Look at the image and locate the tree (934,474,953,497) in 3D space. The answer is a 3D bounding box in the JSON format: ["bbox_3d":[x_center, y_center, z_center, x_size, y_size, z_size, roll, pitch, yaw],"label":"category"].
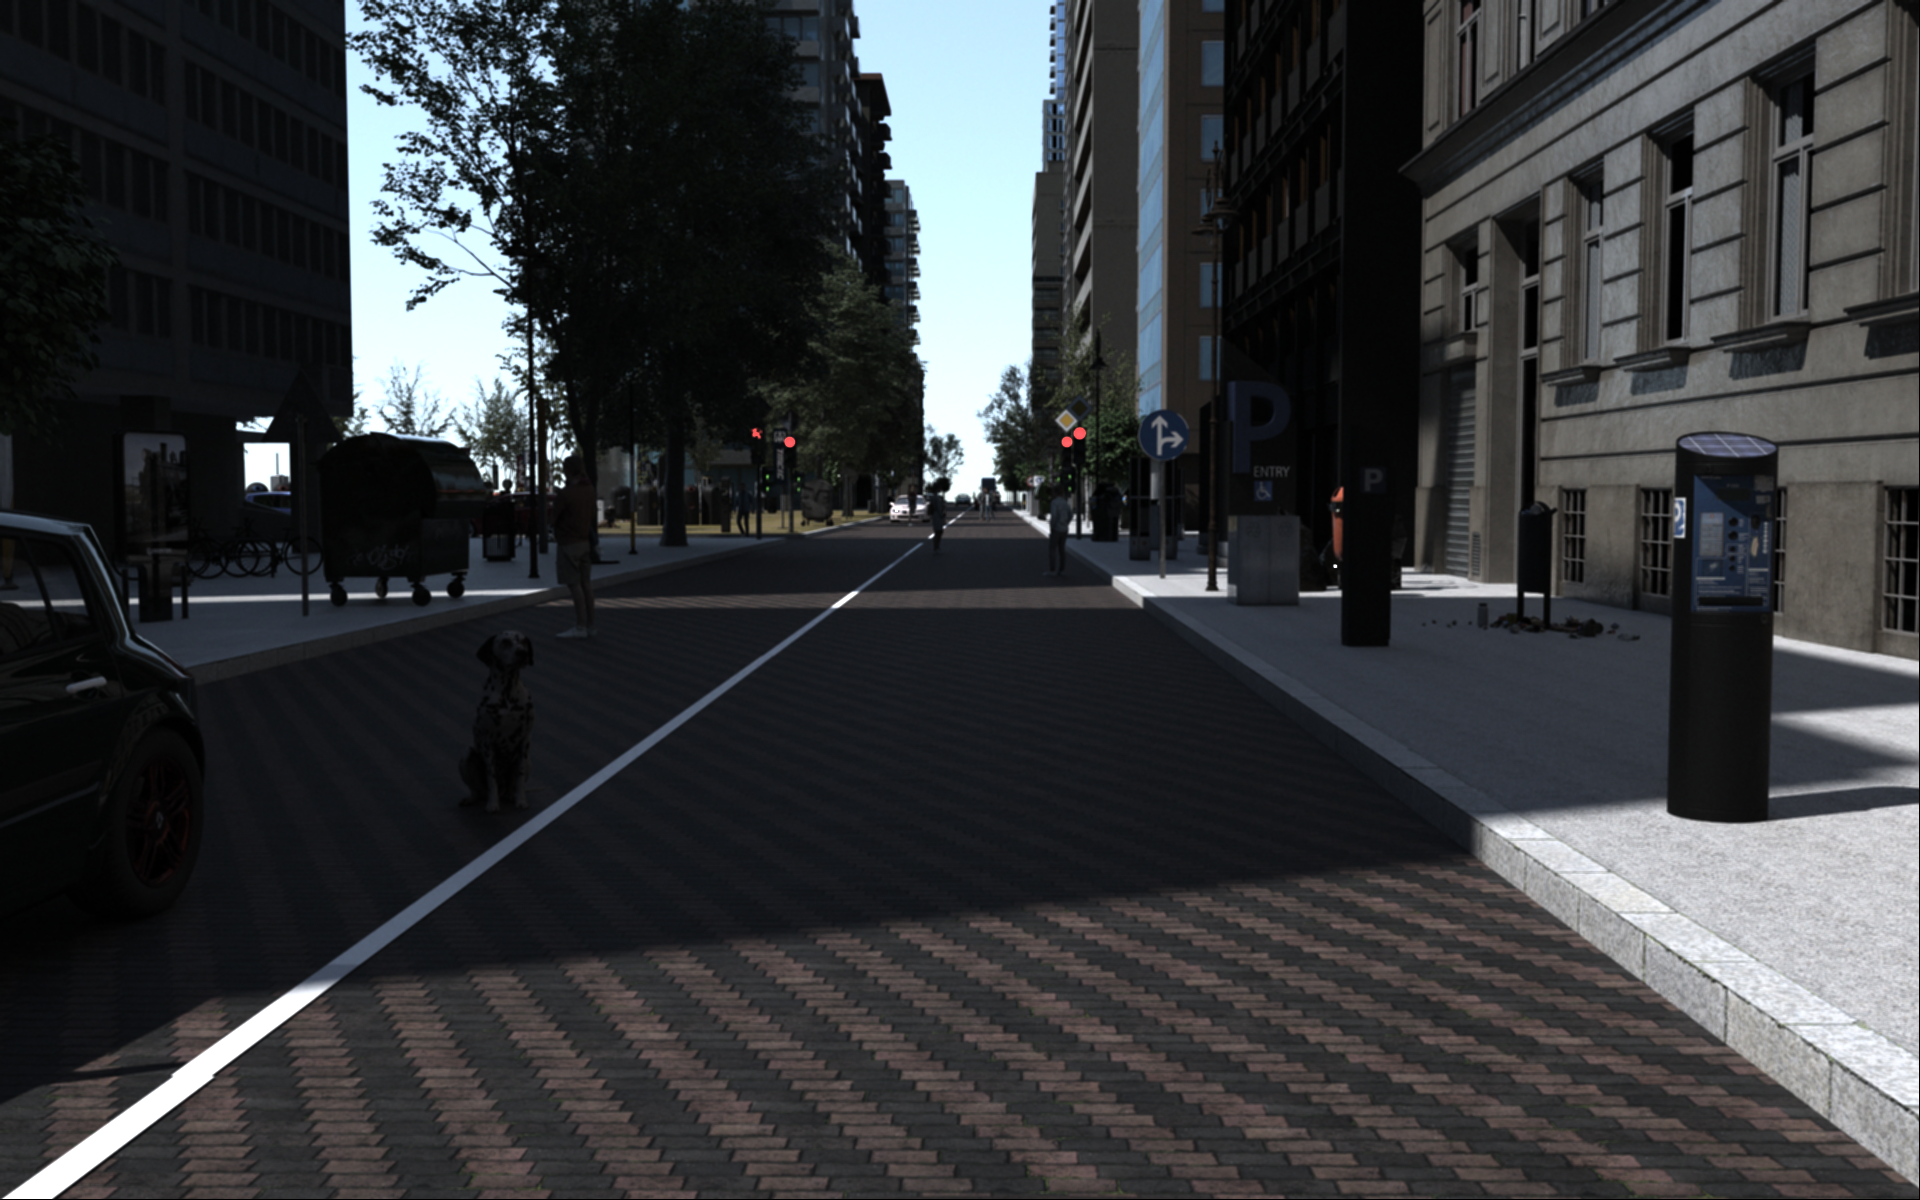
[{"bbox_3d":[-2.687,-18.020,278.335,4.285,4.588,4.351,0,3,0],"label":"tree"}]

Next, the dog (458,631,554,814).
[{"bbox_3d":[-2.068,0.535,8.083,0.513,0.831,0.800,1,4,14],"label":"dog"}]

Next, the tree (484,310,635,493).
[{"bbox_3d":[-14.068,-6.743,60.610,4.737,8.622,4.395,0,3,0],"label":"tree"}]

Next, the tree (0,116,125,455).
[{"bbox_3d":[-7.921,-1.784,12.882,4.285,4.588,4.351,0,3,0],"label":"tree"}]

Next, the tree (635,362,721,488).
[{"bbox_3d":[-16.174,-8.699,92.593,4.737,8.622,4.395,0,3,0],"label":"tree"}]

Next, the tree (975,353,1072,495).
[{"bbox_3d":[4.990,-10.991,114.114,8.767,10.594,7.601,0,4,8],"label":"tree"}]

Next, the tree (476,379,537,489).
[{"bbox_3d":[-28.951,-9.828,111.046,4.360,8.622,3.978,0,3,0],"label":"tree"}]

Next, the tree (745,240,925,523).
[{"bbox_3d":[-5.892,-9.747,77.486,7.486,12.596,7.792,0,3,0],"label":"tree"}]

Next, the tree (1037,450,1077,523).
[{"bbox_3d":[4.484,-5.018,76.645,1.663,3.219,1.824,0,3,0],"label":"tree"}]

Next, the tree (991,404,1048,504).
[{"bbox_3d":[7.366,-18.270,216.842,7.486,12.596,7.792,0,3,0],"label":"tree"}]

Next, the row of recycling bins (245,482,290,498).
[{"bbox_3d":[-24.333,-3.302,61.097,3.534,1.692,1.069,-2,4,-25],"label":"row of recycling bins"}]

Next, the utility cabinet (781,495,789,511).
[{"bbox_3d":[-12.881,-7.143,127.947,0.306,1.237,1.020,1,4,20],"label":"utility cabinet"}]

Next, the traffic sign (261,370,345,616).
[{"bbox_3d":[-6.890,-1.111,18.164,0.884,2.594,0.081,0,4,2],"label":"traffic sign"}]

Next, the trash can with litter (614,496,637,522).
[{"bbox_3d":[-15.179,-4.206,79.822,2.233,1.210,1.678,-1,4,-18],"label":"trash can with litter"}]

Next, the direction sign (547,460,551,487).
[{"bbox_3d":[-27.239,-7.496,114.550,0.379,3.537,0.876,-2,4,-32],"label":"direction sign"}]

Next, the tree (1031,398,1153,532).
[{"bbox_3d":[5.251,-4.632,59.441,4.285,4.588,4.351,0,3,0],"label":"tree"}]

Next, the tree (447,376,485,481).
[{"bbox_3d":[-28.347,-9.400,104.056,4.737,8.622,4.395,0,3,0],"label":"tree"}]

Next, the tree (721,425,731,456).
[{"bbox_3d":[-18.139,-10.408,120.525,4.737,8.622,4.395,0,3,0],"label":"tree"}]

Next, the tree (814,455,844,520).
[{"bbox_3d":[-6.489,-5.628,86.620,1.663,3.219,1.824,0,3,0],"label":"tree"}]

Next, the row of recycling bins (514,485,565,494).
[{"bbox_3d":[-19.905,-4.653,83.186,3.534,1.692,1.069,2,4,24],"label":"row of recycling bins"}]

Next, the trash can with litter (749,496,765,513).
[{"bbox_3d":[-13.999,-6.487,117.119,1.678,1.210,2.233,2,4,26],"label":"trash can with litter"}]

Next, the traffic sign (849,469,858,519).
[{"bbox_3d":[-5.599,-5.420,88.726,0.768,2.556,0.104,0,4,8],"label":"traffic sign"}]

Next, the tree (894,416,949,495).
[{"bbox_3d":[-4.703,-16.160,198.631,7.601,10.594,8.767,0,4,5],"label":"tree"}]

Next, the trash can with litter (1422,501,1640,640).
[{"bbox_3d":[5.468,-0.313,16.183,1.678,1.210,2.233,-1,4,-11],"label":"trash can with litter"}]

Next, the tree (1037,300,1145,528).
[{"bbox_3d":[4.865,-7.036,65.393,4.737,8.622,4.395,0,3,0],"label":"tree"}]

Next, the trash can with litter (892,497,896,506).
[{"bbox_3d":[-4.666,-6.934,124.754,1.055,1.170,0.624,0,4,2],"label":"trash can with litter"}]

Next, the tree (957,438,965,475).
[{"bbox_3d":[-2.643,-22.120,287.422,9.928,11.665,9.643,0,3,0],"label":"tree"}]

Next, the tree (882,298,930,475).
[{"bbox_3d":[-6.443,-11.729,98.420,9.857,13.997,8.962,0,3,0],"label":"tree"}]

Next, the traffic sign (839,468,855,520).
[{"bbox_3d":[-5.541,-5.182,84.834,0.768,2.556,0.104,0,4,8],"label":"traffic sign"}]

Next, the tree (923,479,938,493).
[{"bbox_3d":[-3.970,-14.209,226.913,1.663,3.219,1.824,0,3,0],"label":"tree"}]

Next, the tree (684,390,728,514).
[{"bbox_3d":[-16.993,-9.959,113.194,4.360,8.622,3.978,0,3,0],"label":"tree"}]

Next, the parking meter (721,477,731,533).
[{"bbox_3d":[-7.790,-3.173,57.596,0.255,1.863,0.399,0,4,3],"label":"parking meter"}]

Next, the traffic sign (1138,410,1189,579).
[{"bbox_3d":[3.080,-1.599,26.251,0.768,2.556,0.104,0,4,3],"label":"traffic sign"}]

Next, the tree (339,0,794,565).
[{"bbox_3d":[-6.882,-6.461,31.386,9.928,11.665,9.643,0,3,0],"label":"tree"}]

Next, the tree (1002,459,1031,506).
[{"bbox_3d":[5.846,-9.725,142.711,4.285,4.588,4.351,0,3,0],"label":"tree"}]

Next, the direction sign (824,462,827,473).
[{"bbox_3d":[-9.946,-8.471,130.489,0.876,3.537,0.379,0,4,-3],"label":"direction sign"}]

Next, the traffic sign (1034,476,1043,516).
[{"bbox_3d":[4.436,-5.818,97.258,0.606,2.300,0.079,1,4,10],"label":"traffic sign"}]

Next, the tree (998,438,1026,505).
[{"bbox_3d":[6.472,-15.540,204.447,4.360,8.622,3.978,0,3,0],"label":"tree"}]

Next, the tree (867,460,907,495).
[{"bbox_3d":[-5.901,-9.481,138.731,4.285,4.588,4.351,0,3,0],"label":"tree"}]

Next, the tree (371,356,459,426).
[{"bbox_3d":[-29.470,-8.746,93.357,4.360,8.622,3.978,0,3,0],"label":"tree"}]

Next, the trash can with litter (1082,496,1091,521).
[{"bbox_3d":[6.208,-4.335,82.262,0.624,1.170,1.055,-1,4,-20],"label":"trash can with litter"}]

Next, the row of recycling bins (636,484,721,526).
[{"bbox_3d":[-11.569,-3.926,71.310,3.534,1.692,1.069,-2,4,-25],"label":"row of recycling bins"}]

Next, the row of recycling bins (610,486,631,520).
[{"bbox_3d":[-17.232,-4.948,88.018,1.069,1.692,3.534,0,4,-5],"label":"row of recycling bins"}]

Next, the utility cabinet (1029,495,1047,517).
[{"bbox_3d":[4.469,-5.357,98.750,1.020,1.237,0.306,-1,4,-21],"label":"utility cabinet"}]

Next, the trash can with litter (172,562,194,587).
[{"bbox_3d":[-11.076,-0.791,24.318,1.055,1.170,0.624,3,5,43],"label":"trash can with litter"}]

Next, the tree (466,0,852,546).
[{"bbox_3d":[-7.100,-8.316,42.614,9.857,13.997,8.962,0,3,0],"label":"tree"}]

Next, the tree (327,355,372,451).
[{"bbox_3d":[-31.195,-8.319,86.382,4.737,8.622,4.395,0,3,0],"label":"tree"}]

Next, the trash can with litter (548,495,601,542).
[{"bbox_3d":[-10.624,-2.175,46.616,1.678,1.210,2.233,0,4,1],"label":"trash can with litter"}]

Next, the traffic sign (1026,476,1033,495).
[{"bbox_3d":[4.996,-7.370,120.597,0.768,2.556,0.104,1,4,11],"label":"traffic sign"}]

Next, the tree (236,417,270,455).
[{"bbox_3d":[-29.228,-7.191,67.929,4.360,8.622,3.978,0,3,0],"label":"tree"}]

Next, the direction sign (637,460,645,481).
[{"bbox_3d":[-21.261,-7.556,115.536,0.876,3.537,0.379,3,5,41],"label":"direction sign"}]
